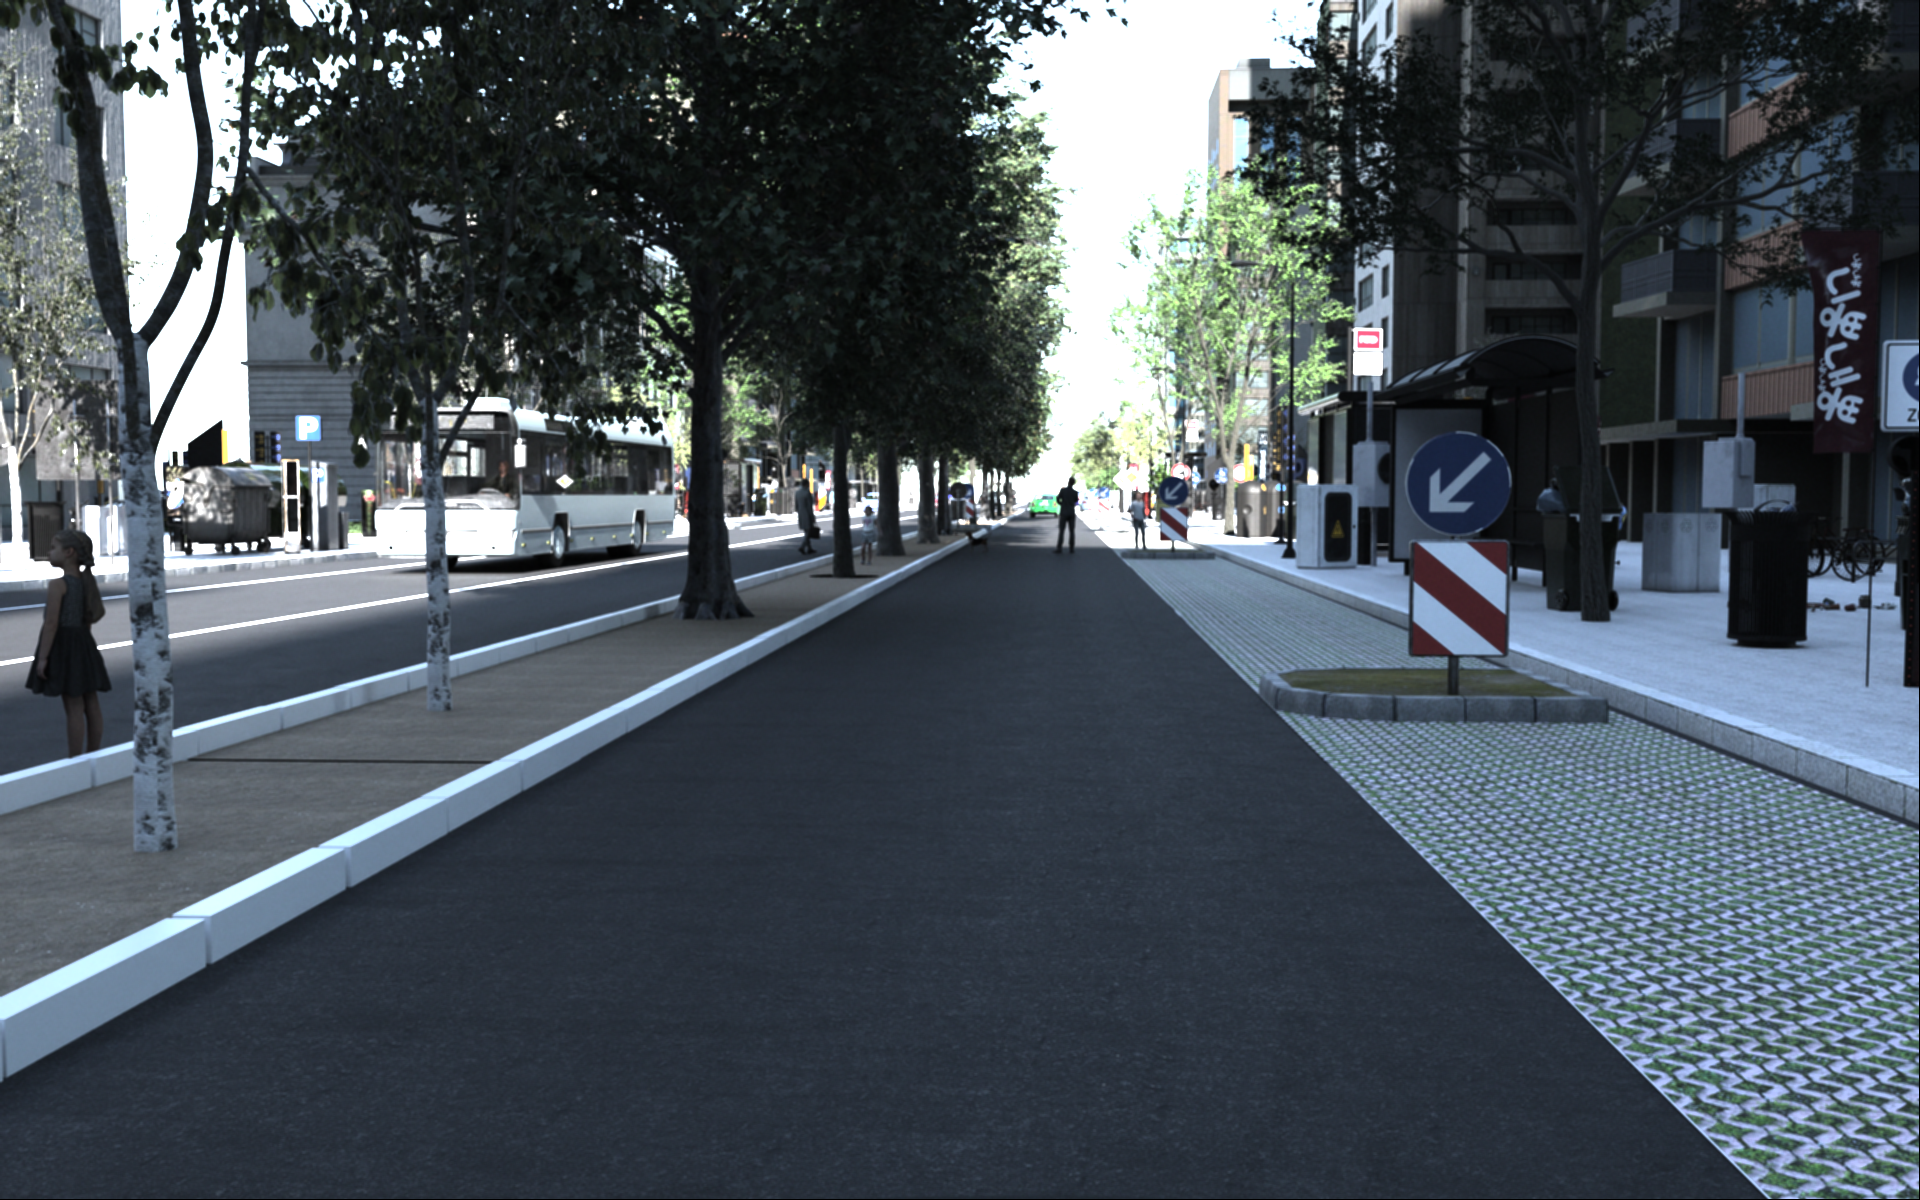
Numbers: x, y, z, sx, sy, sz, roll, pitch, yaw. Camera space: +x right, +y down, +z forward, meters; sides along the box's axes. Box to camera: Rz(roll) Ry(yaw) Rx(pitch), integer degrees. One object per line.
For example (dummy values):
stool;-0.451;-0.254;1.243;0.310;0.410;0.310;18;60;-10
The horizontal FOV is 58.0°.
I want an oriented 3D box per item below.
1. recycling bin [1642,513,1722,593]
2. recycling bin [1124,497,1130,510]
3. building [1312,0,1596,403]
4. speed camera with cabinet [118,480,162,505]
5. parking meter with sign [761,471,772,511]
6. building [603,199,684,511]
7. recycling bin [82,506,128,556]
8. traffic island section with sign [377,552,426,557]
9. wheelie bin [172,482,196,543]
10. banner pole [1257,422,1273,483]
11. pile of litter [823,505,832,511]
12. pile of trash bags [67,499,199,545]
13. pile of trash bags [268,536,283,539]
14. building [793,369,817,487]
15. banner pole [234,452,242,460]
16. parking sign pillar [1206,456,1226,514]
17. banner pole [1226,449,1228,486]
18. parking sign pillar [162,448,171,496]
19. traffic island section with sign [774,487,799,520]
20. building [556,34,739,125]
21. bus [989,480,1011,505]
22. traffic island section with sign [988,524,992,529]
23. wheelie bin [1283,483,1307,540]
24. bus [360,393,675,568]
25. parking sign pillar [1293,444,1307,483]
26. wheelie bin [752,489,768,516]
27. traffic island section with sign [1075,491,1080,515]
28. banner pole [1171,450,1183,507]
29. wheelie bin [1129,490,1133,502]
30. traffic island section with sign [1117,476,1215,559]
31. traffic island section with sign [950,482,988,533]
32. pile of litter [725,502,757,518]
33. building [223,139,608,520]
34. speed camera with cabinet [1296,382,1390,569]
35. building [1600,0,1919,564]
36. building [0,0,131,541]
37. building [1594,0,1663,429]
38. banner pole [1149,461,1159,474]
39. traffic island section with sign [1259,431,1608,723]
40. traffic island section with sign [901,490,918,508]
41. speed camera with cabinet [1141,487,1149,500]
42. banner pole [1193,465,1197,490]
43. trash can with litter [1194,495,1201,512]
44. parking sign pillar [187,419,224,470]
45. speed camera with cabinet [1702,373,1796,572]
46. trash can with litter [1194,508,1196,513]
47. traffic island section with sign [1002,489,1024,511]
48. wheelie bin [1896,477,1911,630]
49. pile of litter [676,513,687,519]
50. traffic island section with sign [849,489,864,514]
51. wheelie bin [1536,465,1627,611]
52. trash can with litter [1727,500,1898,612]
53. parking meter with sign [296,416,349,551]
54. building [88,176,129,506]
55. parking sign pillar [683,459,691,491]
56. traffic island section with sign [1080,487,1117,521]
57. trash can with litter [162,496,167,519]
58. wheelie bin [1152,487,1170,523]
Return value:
recycling bin;9.524;-0.631;22.872;0.722;1.027;0.722;-1;4;-12
recycling bin;13.067;-7.624;137.205;0.722;1.027;0.722;1;4;21
building;27.637;-20.207;102.078;14.160;30.474;14.107;0;4;3
speed camera with cabinet;-28.566;-4.035;60.311;2.038;3.252;0.660;3;5;39
parking meter with sign;-14.488;-8.145;129.431;1.738;3.016;0.543;3;4;36
building;-27.482;-19.812;121.190;12.463;27.353;25.104;0;4;3
recycling bin;-17.891;-1.450;36.266;0.722;1.027;0.722;-1;4;-10
traffic island section with sign;-12.175;-1.926;40.114;1.989;1.847;2.006;0;4;3
wheelie bin;-20.161;-2.281;45.209;0.980;1.594;0.693;2;4;23
banner pole;10.600;-4.280;59.994;0.863;3.779;0.401;-2;4;-34
pile of litter;-10.629;-7.312;133.521;1.719;0.858;1.176;0;4;0
pile of trash bags;-20.441;-2.031;42.959;3.447;1.369;1.912;0;4;-8
pile of trash bags;-20.386;-2.497;50.572;1.912;1.369;3.447;-2;4;-33
building;-27.986;-32.853;191.768;22.147;44.769;28.867;0;4;3
banner pole;-42.670;-6.876;102.446;0.863;3.779;0.401;2;4;33
parking sign pillar;16.852;-7.647;113.504;1.447;3.967;1.447;1;4;22
banner pole;14.934;-6.507;96.400;0.401;3.779;0.863;2;4;29
parking sign pillar;-46.449;-6.911;101.462;1.447;3.967;1.447;-2;4;-24
traffic island section with sign;-9.096;-5.301;95.304;1.989;1.847;2.006;0;4;3
building;-29.229;-31.083;162.830;22.147;44.769;28.867;0;4;3
bus;5.149;-13.553;216.451;2.948;3.499;13.247;0;4;2
traffic island section with sign;0.315;-3.895;71.812;2.006;1.907;1.989;0;4;3
wheelie bin;9.496;-2.489;48.603;0.693;1.594;0.980;-2;4;-29
bus;-8.786;-2.538;36.350;2.948;3.499;13.247;0;4;4
parking sign pillar;18.495;-6.424;93.504;1.447;3.967;1.447;-1;4;-21
wheelie bin;-11.592;-5.687;100.885;0.980;1.594;0.693;-2;4;-31
traffic island section with sign;9.181;-6.867;120.899;1.989;1.847;2.006;0;4;3
banner pole;10.716;-5.854;85.732;0.863;3.779;0.401;2;4;24
wheelie bin;14.379;-8.284;143.349;0.693;1.594;0.980;-2;4;-35
traffic island section with sign;4.609;-1.837;38.667;1.989;1.847;2.006;0;4;3
traffic island section with sign;-0.107;-3.442;64.417;2.006;1.907;1.989;0;4;3
pile of litter;-11.906;-4.893;93.957;1.719;0.858;1.176;1;4;16
building;-28.661;-15.566;96.298;13.314;21.916;24.055;0;4;3
speed camera with cabinet;6.775;-2.188;30.114;2.038;3.252;0.660;-2;4;-34
building;27.099;-23.336;36.172;22.147;44.769;28.867;0;4;3
building;-31.948;-22.244;47.280;14.086;41.232;14.154;0;4;3
building;27.925;-19.274;86.830;14.107;30.474;14.160;0;4;3
banner pole;13.535;-7.971;120.337;0.863;3.779;0.401;0;4;3
traffic island section with sign;3.093;-0.191;11.755;1.989;1.847;2.006;0;4;3
traffic island section with sign;-4.797;-10.013;172.342;1.989;1.847;2.006;0;4;3
speed camera with cabinet;15.222;-8.955;140.749;0.660;3.252;2.038;-3;4;-38
banner pole;17.742;-8.658;131.567;0.401;3.779;0.863;-2;4;-33
trash can with litter;16.854;-6.968;124.990;1.678;1.210;2.233;0;4;-1
parking sign pillar;-26.993;-4.508;62.171;1.447;3.967;1.447;0;4;2
speed camera with cabinet;13.188;-2.115;28.920;2.038;3.252;0.660;-3;4;-37
trash can with litter;15.861;-6.649;120.100;0.624;1.170;1.055;3;5;43
traffic island section with sign;4.489;-8.483;146.835;2.006;1.907;1.989;0;4;3
wheelie bin;9.109;-0.502;16.116;0.693;1.594;0.980;1;4;16
pile of litter;-14.036;-4.676;90.420;1.719;0.858;1.176;0;4;-4
traffic island section with sign;-7.572;-6.967;122.532;1.989;1.847;2.006;0;4;3
wheelie bin;6.826;-0.688;19.153;0.980;1.594;0.693;0;4;-7
trash can with litter;9.530;-0.505;19.308;2.233;1.210;1.678;0;4;-5
parking meter with sign;-14.492;-2.646;39.520;0.543;3.016;1.738;0;4;2
building;-54.505;-14.744;90.211;18.267;20.994;9.793;0;4;3
parking sign pillar;-19.646;-8.451;126.641;1.447;3.967;1.447;3;4;38
traffic island section with sign;7.673;-5.212;93.841;1.989;1.847;2.006;0;4;3
trash can with litter;-45.977;-5.353;98.583;1.678;1.210;2.233;-2;4;-30
wheelie bin;8.940;-4.179;76.232;0.980;1.594;0.693;0;4;-1
